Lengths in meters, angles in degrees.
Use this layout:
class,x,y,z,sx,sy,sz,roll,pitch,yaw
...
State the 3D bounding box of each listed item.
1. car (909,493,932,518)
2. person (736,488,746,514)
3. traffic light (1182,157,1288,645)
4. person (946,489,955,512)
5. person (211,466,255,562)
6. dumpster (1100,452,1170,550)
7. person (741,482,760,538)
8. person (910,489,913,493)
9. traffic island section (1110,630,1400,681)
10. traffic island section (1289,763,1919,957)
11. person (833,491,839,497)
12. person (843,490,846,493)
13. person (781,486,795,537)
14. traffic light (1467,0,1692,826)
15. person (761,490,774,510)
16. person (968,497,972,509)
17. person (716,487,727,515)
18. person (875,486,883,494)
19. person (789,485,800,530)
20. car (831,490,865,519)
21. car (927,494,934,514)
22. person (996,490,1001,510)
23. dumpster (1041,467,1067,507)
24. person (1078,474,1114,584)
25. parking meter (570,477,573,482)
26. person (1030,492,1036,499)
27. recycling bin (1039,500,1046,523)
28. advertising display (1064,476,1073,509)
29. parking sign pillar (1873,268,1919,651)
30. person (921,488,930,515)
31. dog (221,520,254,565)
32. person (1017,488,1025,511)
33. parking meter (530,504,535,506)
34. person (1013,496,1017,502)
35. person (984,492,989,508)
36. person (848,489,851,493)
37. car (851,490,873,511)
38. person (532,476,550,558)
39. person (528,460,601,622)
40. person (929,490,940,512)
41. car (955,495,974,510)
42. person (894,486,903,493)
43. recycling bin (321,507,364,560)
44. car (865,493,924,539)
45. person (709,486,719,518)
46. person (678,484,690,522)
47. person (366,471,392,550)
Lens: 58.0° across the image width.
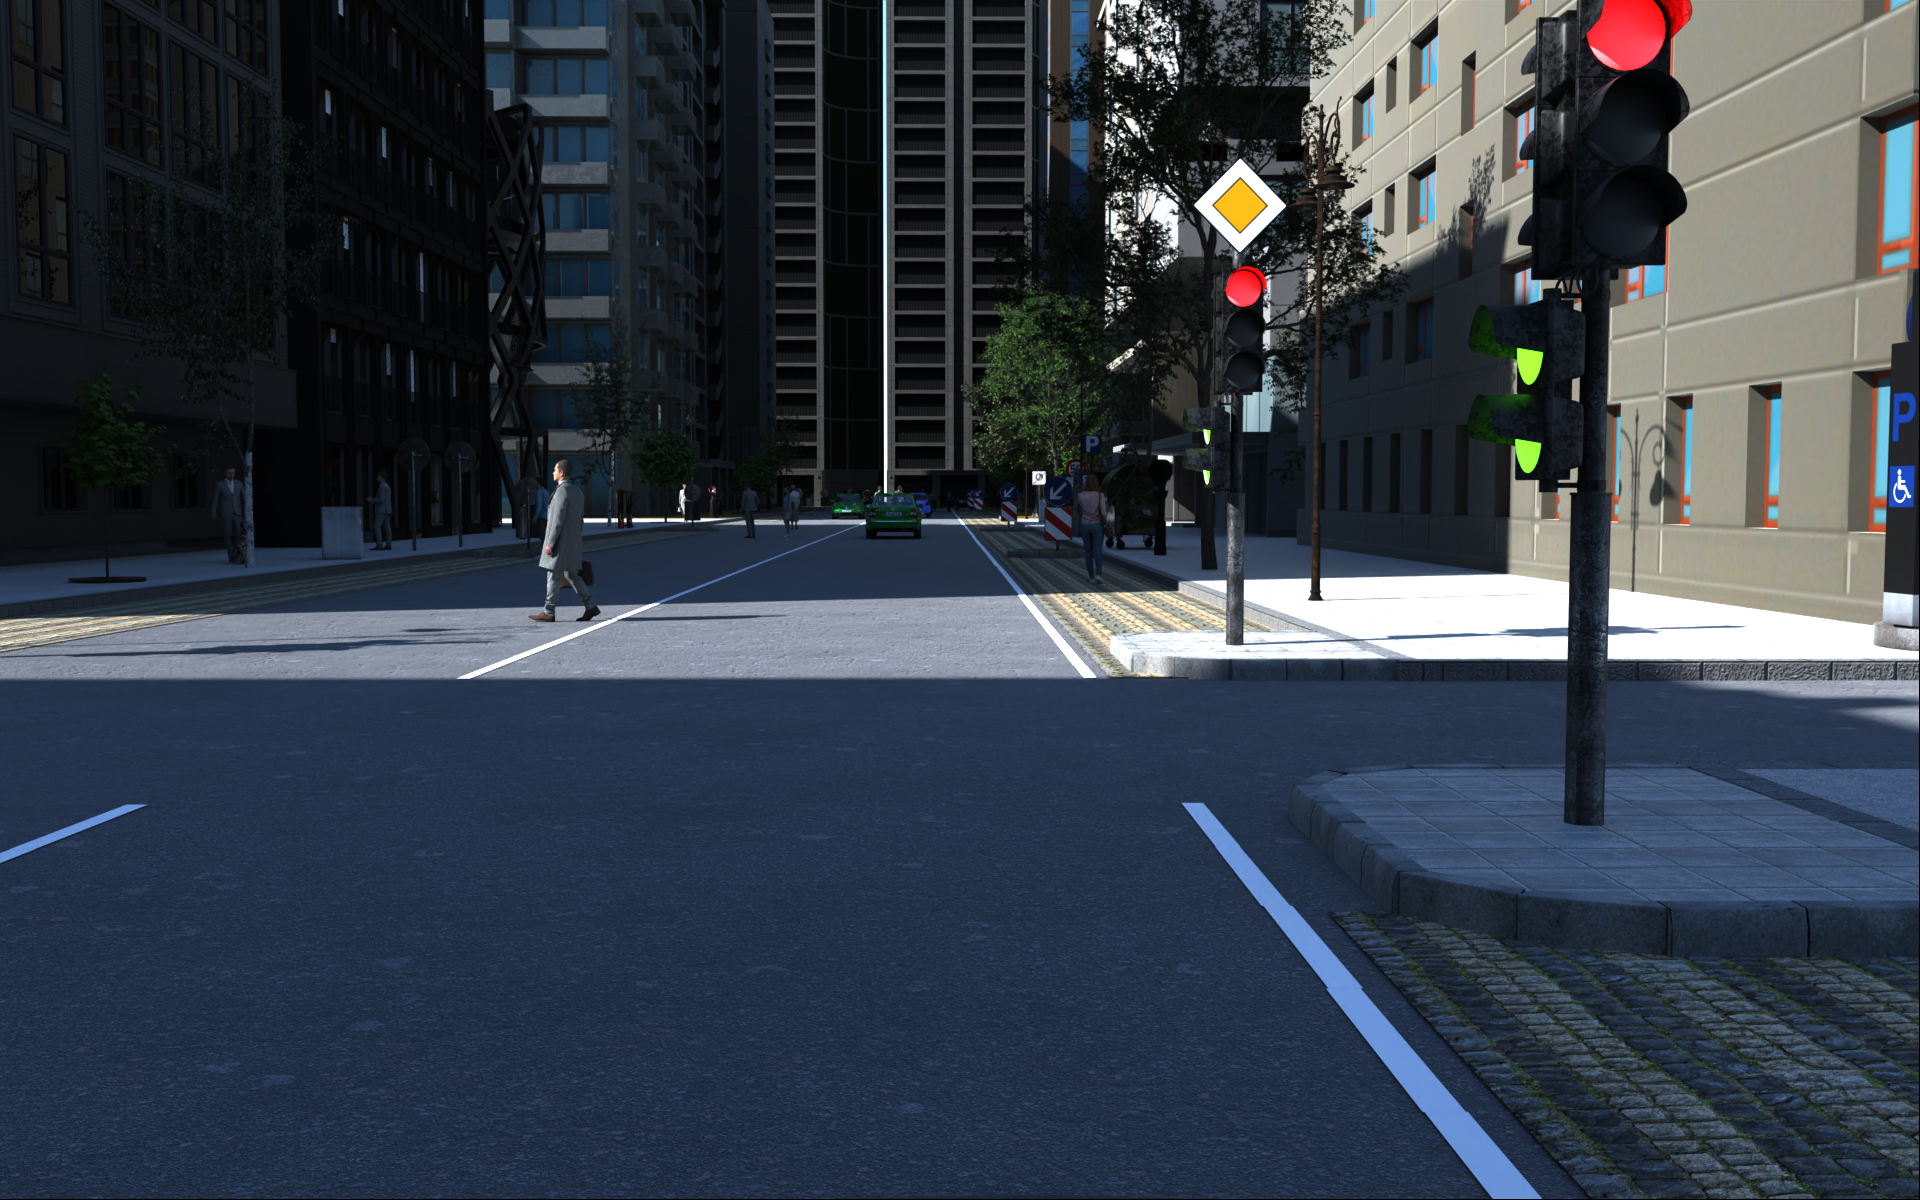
class,x,y,z,sx,sy,sz,roll,pitch,yaw
car,-2.669,-5.903,106.101,1.945,1.707,3.694,0,4,-2
person,-13.590,-6.298,109.732,1.217,1.743,0.721,-1,4,-16
traffic light,2.321,-1.573,14.637,0.839,4.253,0.868,0,4,-1
person,-0.827,-8.149,141.719,0.705,1.826,1.348,-2,4,-29
person,-13.670,-1.614,32.548,0.709,1.813,0.853,-3,5,-44
dumpster,4.091,-2.327,40.546,1.502,2.255,1.985,0,4,-1
person,-6.864,-2.929,56.497,0.391,1.810,0.635,3,5,39
person,-3.914,-8.086,140.720,1.348,1.822,0.705,1,4,10
traffic island section,2.361,0.461,14.751,2.009,0.180,2.903,0,4,-1
traffic island section,2.459,0.949,6.767,2.009,0.180,2.903,0,4,-1
person,-10.940,-8.810,153.350,0.742,1.727,0.445,2,4,23
person,-7.922,-6.619,117.405,0.721,1.739,1.217,-2,4,-26
person,-5.731,-2.939,57.552,0.522,1.701,0.512,-2,4,-33
traffic light,2.419,-1.084,6.652,0.839,4.253,0.868,0,4,-1
person,-15.414,-8.157,139.345,1.348,1.831,0.705,-3,5,-45
person,0.895,-8.716,150.947,0.705,1.831,1.348,-1,4,-14
person,-14.887,-6.177,107.753,0.721,1.743,1.217,2,4,30
person,-3.874,-4.540,82.830,0.391,1.810,0.635,1,4,14
person,-6.631,-3.708,69.347,0.478,1.798,0.641,-1,4,-14
car,-6.389,-5.528,99.183,1.959,1.807,4.718,0,4,-1
car,-2.963,-7.182,126.467,2.155,1.783,4.494,0,4,1
person,3.127,-8.069,139.436,0.415,1.643,0.593,-1,4,-11
dumpster,3.796,-3.756,63.908,1.502,2.255,1.985,0,4,-1
person,2.141,-1.131,27.579,0.593,1.750,0.643,1,4,19
parking meter,-13.212,-3.232,58.553,0.255,1.863,0.399,0,4,-5
person,5.011,-6.455,111.551,0.705,1.831,1.348,3,5,44
recycling bin,3.979,-3.974,77.534,0.722,1.027,0.722,1,4,21
advertising display,4.097,-3.372,60.352,0.974,1.923,0.123,1,4,8
parking sign pillar,8.439,-1.582,14.342,1.447,3.967,1.447,0,4,-3
person,-2.561,-6.764,119.100,1.348,1.823,0.705,2,4,24
dog,-13.229,-1.058,31.683,0.513,0.831,0.800,3,5,39
person,4.566,-7.631,131.477,0.621,1.740,0.551,2,4,32
parking meter,-12.579,-2.604,50.990,0.372,1.533,0.369,0,3,0
person,4.961,-9.099,155.729,0.541,1.710,0.530,0,4,7
person,2.420,-9.053,157.288,0.421,1.427,0.697,-1,4,-14
person,-7.323,-6.417,113.977,0.434,1.755,0.990,2,4,29
car,-8.598,-8.585,149.032,2.281,1.827,5.304,0,3,0
person,-9.154,-1.816,38.217,0.620,1.820,0.660,0,4,3
person,-4.450,-0.662,19.433,0.767,1.812,0.694,1,4,10
person,-2.182,-8.042,140.719,1.217,1.736,0.721,-1,4,-22
car,0.421,-8.765,155.890,1.945,1.354,3.894,0,4,-2
person,-2.968,-4.553,83.039,0.679,1.850,0.850,-3,5,-42
recycling bin,-12.186,-1.323,34.185,0.722,1.027,0.722,-1,4,-14
car,-2.147,-2.938,56.830,1.959,1.807,4.718,0,4,-1
person,-13.150,-5.236,92.452,0.445,1.727,0.742,1,4,9
person,-12.708,-4.519,80.286,0.694,1.780,0.624,1,4,12
person,-13.263,-2.038,39.565,0.583,1.804,0.606,-1,4,-8
